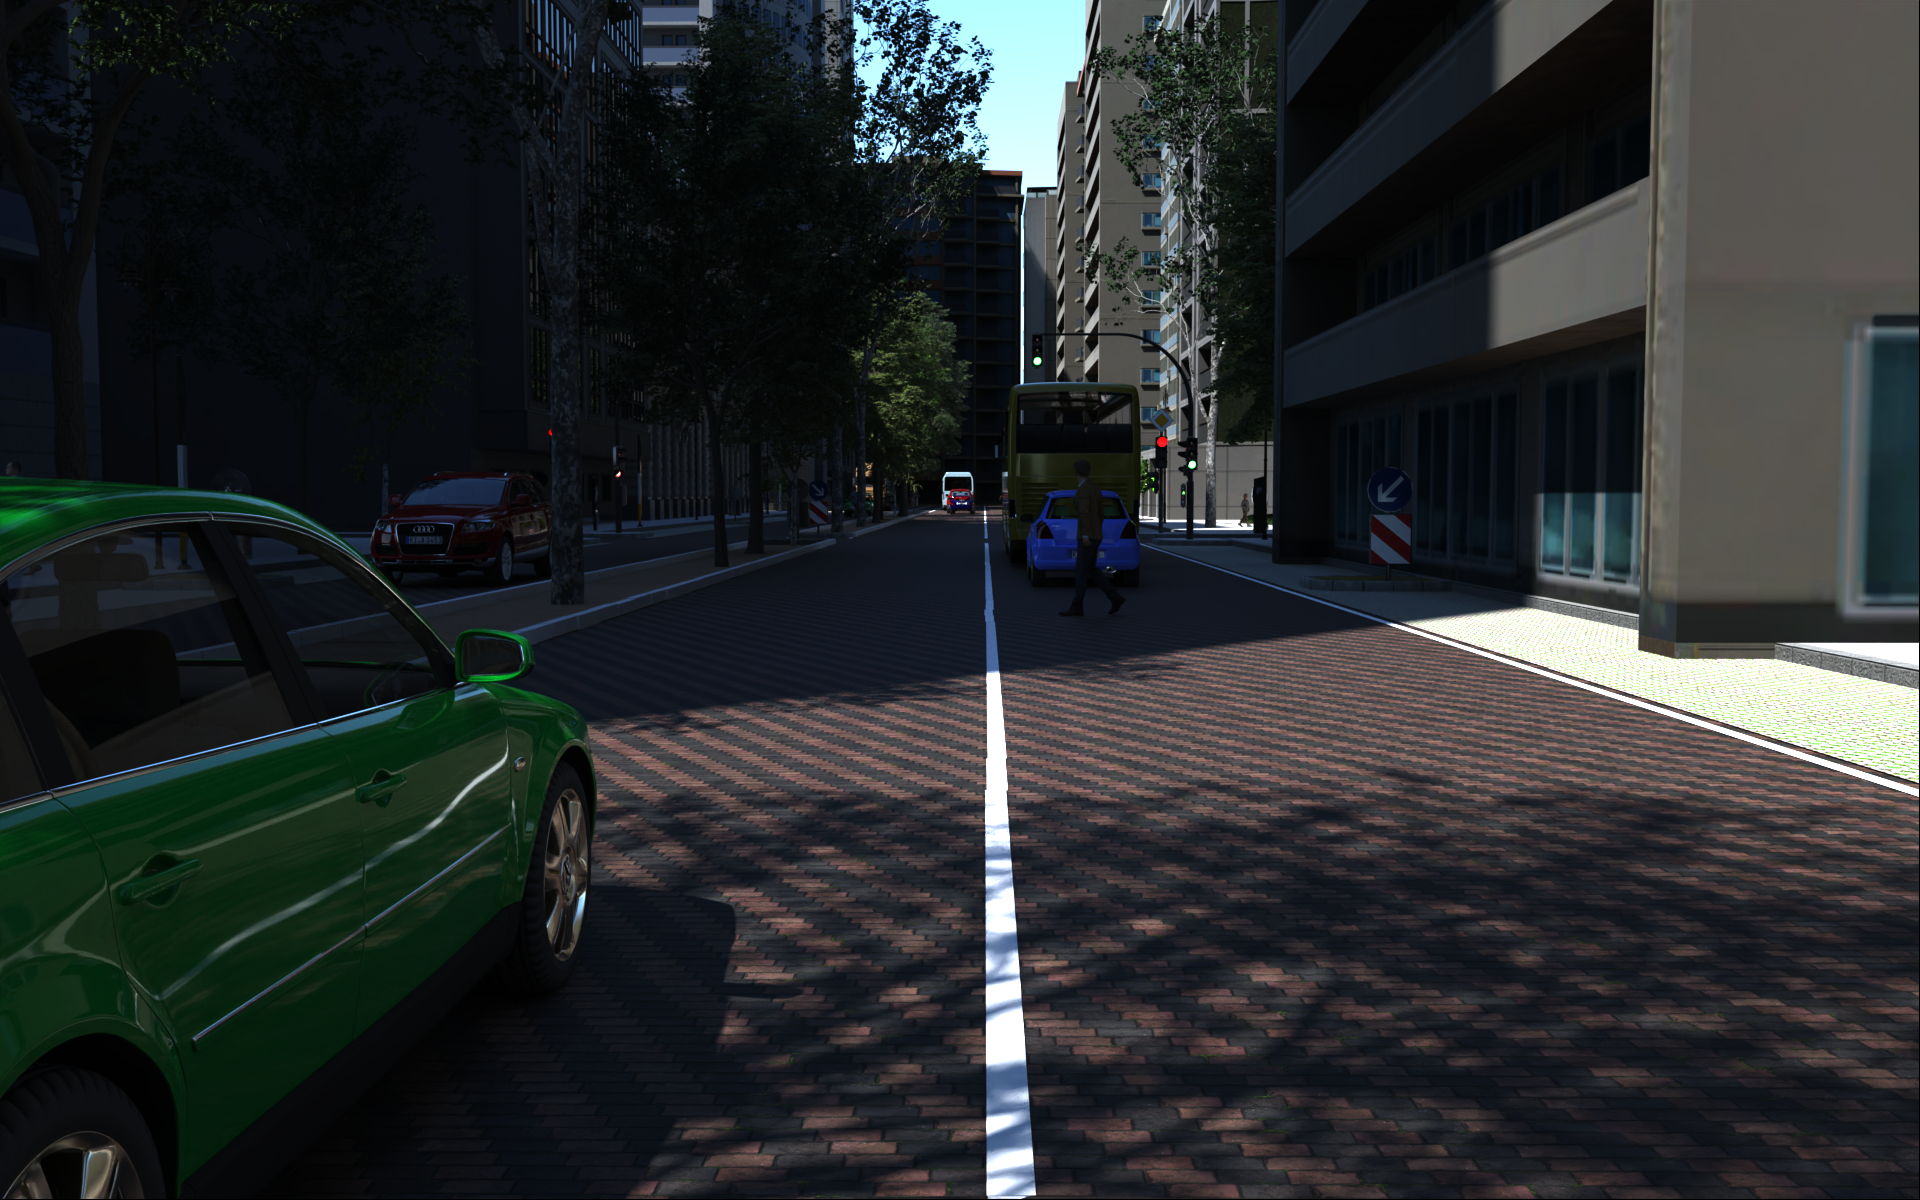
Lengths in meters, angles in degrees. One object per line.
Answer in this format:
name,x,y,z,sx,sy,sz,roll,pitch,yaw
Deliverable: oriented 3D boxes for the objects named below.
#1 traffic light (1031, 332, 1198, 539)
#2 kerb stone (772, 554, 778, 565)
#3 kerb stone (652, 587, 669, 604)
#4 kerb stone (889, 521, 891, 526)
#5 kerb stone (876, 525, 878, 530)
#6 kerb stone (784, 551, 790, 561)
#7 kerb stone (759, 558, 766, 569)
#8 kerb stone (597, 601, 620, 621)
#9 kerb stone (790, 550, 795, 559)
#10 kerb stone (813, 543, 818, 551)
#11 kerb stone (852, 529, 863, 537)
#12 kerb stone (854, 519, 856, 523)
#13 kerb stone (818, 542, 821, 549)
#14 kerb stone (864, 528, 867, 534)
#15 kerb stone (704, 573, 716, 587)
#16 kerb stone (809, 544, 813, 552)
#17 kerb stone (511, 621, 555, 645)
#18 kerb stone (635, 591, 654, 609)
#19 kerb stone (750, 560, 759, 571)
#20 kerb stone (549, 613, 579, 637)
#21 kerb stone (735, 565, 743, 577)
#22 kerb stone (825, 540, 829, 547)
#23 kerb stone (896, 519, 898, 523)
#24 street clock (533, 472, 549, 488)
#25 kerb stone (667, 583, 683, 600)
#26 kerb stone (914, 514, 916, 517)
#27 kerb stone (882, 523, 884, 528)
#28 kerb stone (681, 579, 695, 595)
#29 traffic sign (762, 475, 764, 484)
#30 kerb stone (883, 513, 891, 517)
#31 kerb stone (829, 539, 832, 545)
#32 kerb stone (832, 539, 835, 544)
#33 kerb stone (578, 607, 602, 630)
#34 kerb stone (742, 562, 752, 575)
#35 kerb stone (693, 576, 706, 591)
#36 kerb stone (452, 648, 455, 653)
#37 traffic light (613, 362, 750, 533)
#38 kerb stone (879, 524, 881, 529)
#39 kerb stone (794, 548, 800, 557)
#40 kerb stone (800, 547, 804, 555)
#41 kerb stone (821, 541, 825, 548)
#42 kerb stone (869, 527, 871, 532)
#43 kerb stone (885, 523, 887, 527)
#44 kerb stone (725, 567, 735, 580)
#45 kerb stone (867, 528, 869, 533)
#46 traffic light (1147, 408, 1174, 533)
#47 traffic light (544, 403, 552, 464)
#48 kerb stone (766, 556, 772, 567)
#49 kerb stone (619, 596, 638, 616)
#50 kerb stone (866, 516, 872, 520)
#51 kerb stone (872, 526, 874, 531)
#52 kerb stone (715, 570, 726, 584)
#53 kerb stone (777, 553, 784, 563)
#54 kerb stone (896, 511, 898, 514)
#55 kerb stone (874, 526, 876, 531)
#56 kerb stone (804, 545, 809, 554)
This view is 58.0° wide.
traffic light,4.389,-4.536,48.826,4.771,5.953,1.251,0,4,1
kerb stone,-3.855,-0.788,35.126,0.120,0.150,1.000,0,4,1
kerb stone,-4.029,-0.040,22.854,0.120,0.150,1.000,0,4,1
kerb stone,-3.272,-3.333,76.691,0.120,0.150,1.000,0,4,1
kerb stone,-3.399,-2.769,67.466,0.120,0.150,1.000,0,4,1
kerb stone,-3.829,-0.916,37.176,0.120,0.150,1.000,0,4,1
kerb stone,-3.885,-0.662,33.082,0.120,0.150,1.000,0,4,1
kerb stone,-4.076,0.147,19.784,0.120,0.150,1.000,0,4,1
kerb stone,-3.810,-0.978,38.201,0.120,0.150,1.000,0,4,1
kerb stone,-3.736,-1.293,43.335,0.120,0.150,1.000,0,4,1
kerb stone,-3.511,-2.259,59.251,0.120,0.150,1.000,0,4,1
kerb stone,-5.274,-3.772,83.877,0.120,0.150,1.000,0,4,1
kerb stone,-3.729,-1.355,44.357,0.120,0.150,1.000,0,4,1
kerb stone,-3.484,-2.386,61.305,0.120,0.150,1.000,0,4,1
kerb stone,-3.972,-0.290,26.947,0.120,0.150,1.000,0,4,1
kerb stone,-3.756,-1.230,42.303,0.120,0.150,1.000,0,4,1
kerb stone,-4.114,0.336,16.707,0.120,0.150,1.000,0,4,1
kerb stone,-4.051,0.023,21.832,0.120,0.150,1.000,0,4,1
kerb stone,-3.902,-0.603,32.060,0.120,0.150,1.000,0,4,1
kerb stone,-4.104,0.273,17.739,0.120,0.150,1.000,0,4,1
kerb stone,-3.926,-0.478,30.016,0.120,0.150,1.000,0,4,1
kerb stone,-3.696,-1.481,46.406,0.120,0.150,1.000,0,4,1
kerb stone,-3.183,-3.709,82.840,0.120,0.150,1.000,0,4,1
street clock,-13.660,-3.173,56.452,0.471,2.002,0.358,0,4,3
kerb stone,-4.001,-0.103,23.875,0.120,0.150,1.000,0,4,1
kerb stone,-2.889,-5.024,104.374,0.120,0.150,1.000,0,4,1
kerb stone,-3.340,-3.020,71.573,0.120,0.150,1.000,0,4,1
kerb stone,-3.992,-0.164,24.897,0.120,0.150,1.000,0,4,1
traffic sign,-12.311,-6.444,105.468,0.768,2.556,0.104,1,4,10
kerb stone,-4.840,-5.653,114.669,0.120,0.150,1.000,0,4,1
kerb stone,-3.683,-1.542,47.428,0.120,0.150,1.000,0,4,1
kerb stone,-3.670,-1.600,48.451,0.120,0.150,1.000,0,4,1
kerb stone,-4.074,0.210,18.762,0.120,0.150,1.000,0,4,1
kerb stone,-3.909,-0.539,31.038,0.120,0.150,1.000,0,4,1
kerb stone,-3.986,-0.221,25.925,0.120,0.150,1.000,0,4,1
kerb stone,-4.146,0.461,14.654,0.120,0.150,1.000,0,4,1
traffic light,-9.173,-5.045,57.161,4.771,5.953,1.251,0,4,1
kerb stone,-3.377,-2.892,69.518,0.120,0.150,1.000,0,4,1
kerb stone,-3.796,-1.041,39.223,0.120,0.150,1.000,0,4,1
kerb stone,-3.787,-1.104,40.245,0.120,0.150,1.000,0,4,1
kerb stone,-3.710,-1.418,45.384,0.120,0.150,1.000,0,4,1
kerb stone,-3.454,-2.517,63.373,0.120,0.150,1.000,0,4,1
kerb stone,-3.317,-3.145,73.617,0.120,0.150,1.000,0,4,1
kerb stone,-3.945,-0.414,28.994,0.120,0.150,1.000,0,4,1
kerb stone,-3.477,-2.456,62.351,0.120,0.150,1.000,0,4,1
traffic light,6.593,-4.159,56.922,0.839,4.253,0.868,0,4,1
traffic light,-11.378,-3.685,49.171,0.839,4.253,0.868,0,4,1
kerb stone,-3.870,-0.728,34.103,0.120,0.150,1.000,0,4,1
kerb stone,-4.056,0.093,20.811,0.120,0.150,1.000,0,4,1
kerb stone,-5.071,-4.651,98.239,0.120,0.150,1.000,0,4,1
kerb stone,-3.425,-2.644,65.420,0.120,0.150,1.000,0,4,1
kerb stone,-3.955,-0.353,27.969,0.120,0.150,1.000,0,4,1
kerb stone,-3.839,-0.854,36.152,0.120,0.150,1.000,0,4,1
kerb stone,-4.711,-6.222,123.919,0.120,0.150,1.000,0,4,1
kerb stone,-3.420,-2.706,66.444,0.120,0.150,1.000,0,4,1
kerb stone,-3.775,-1.166,41.275,0.120,0.150,1.000,0,4,1
